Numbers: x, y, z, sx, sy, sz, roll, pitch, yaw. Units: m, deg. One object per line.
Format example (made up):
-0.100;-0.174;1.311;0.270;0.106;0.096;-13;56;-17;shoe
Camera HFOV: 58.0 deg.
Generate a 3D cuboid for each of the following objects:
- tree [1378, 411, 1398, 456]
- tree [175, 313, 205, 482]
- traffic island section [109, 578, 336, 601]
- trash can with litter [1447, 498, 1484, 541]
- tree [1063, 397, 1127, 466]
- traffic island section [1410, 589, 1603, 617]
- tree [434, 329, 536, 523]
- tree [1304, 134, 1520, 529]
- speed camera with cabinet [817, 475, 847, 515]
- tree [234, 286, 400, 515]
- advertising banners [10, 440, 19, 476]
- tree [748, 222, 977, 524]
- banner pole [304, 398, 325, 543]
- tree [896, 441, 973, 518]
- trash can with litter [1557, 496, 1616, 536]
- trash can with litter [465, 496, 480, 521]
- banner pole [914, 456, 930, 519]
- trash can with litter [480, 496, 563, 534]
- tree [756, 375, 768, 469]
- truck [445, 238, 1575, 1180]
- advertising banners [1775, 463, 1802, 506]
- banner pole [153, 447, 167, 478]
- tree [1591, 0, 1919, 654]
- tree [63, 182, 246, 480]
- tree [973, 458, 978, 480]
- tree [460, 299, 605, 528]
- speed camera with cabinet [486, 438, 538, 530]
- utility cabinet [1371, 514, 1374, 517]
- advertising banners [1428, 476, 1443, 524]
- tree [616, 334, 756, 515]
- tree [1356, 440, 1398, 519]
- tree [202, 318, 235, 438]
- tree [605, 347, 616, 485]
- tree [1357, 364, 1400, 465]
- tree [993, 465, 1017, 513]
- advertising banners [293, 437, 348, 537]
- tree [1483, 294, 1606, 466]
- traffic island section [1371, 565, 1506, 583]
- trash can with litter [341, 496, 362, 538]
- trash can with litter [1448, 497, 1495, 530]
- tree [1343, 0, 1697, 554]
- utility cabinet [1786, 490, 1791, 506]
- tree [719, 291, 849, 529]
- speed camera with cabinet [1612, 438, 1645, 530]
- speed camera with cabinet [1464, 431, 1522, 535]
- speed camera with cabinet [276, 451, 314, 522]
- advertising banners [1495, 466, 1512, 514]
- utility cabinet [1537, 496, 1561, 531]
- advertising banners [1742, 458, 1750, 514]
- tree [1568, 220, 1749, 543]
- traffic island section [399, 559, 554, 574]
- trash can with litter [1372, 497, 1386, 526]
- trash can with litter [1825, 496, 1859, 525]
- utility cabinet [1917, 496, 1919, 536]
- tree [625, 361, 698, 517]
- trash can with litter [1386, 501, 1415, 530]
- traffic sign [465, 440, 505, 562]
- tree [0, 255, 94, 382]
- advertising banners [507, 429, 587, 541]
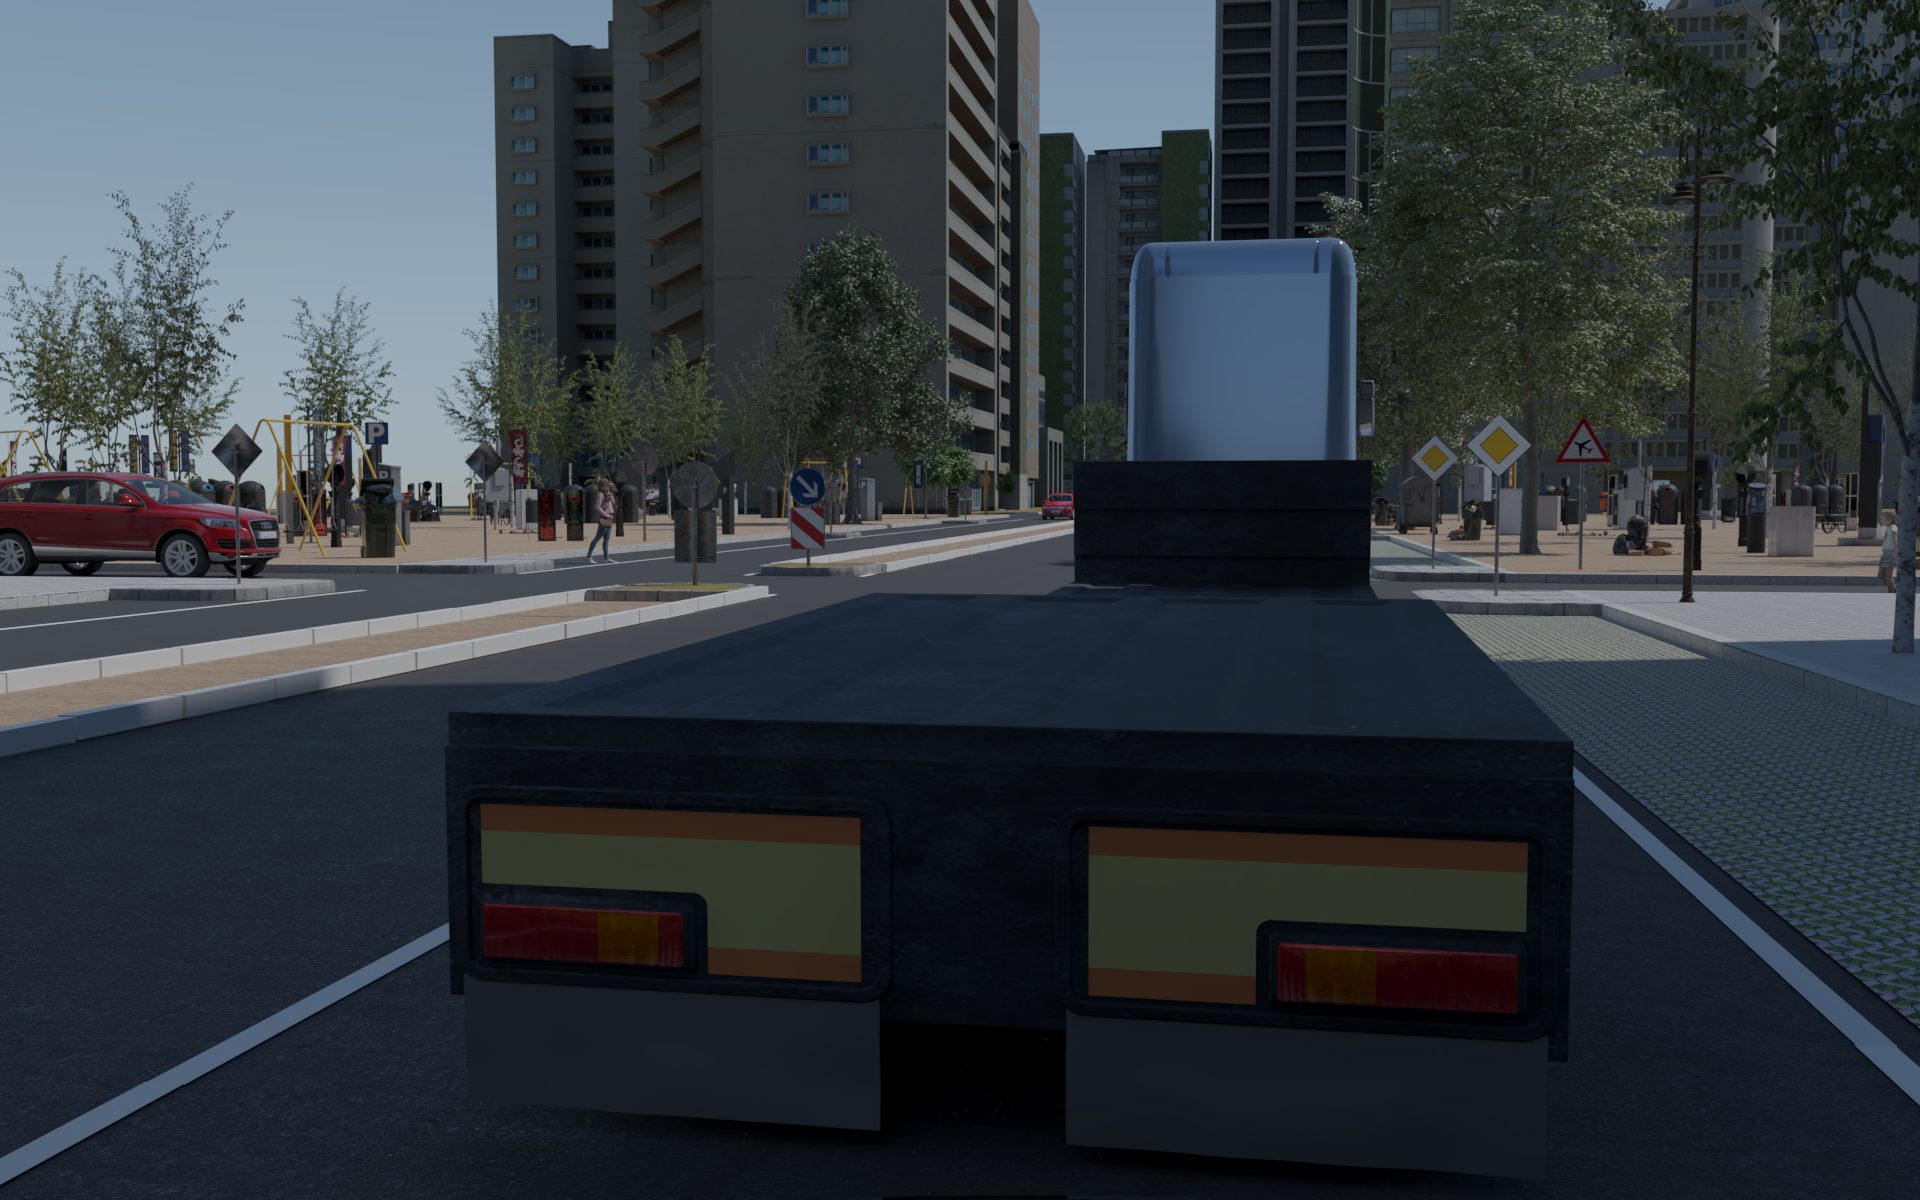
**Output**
23.526;-10.539;106.732;8.767;10.594;7.601;-1;4;-18;tree
-30.605;-6.821;61.892;4.737;8.622;4.395;0;3;0;tree
-10.293;-0.146;24.674;2.009;0.180;2.903;1;4;10;traffic island section
13.932;-2.230;47.855;0.624;1.170;1.055;-3;4;-36;trash can with litter
14.169;-15.768;183.560;9.928;11.665;9.643;0;3;0;tree
6.746;0.033;21.738;2.009;0.180;2.903;1;4;10;traffic island section
-20.868;-7.755;77.149;4.360;8.622;3.978;0;3;0;tree
16.255;-9.555;62.884;9.857;13.997;8.962;0;3;0;tree
-7.873;-6.748;104.668;2.038;3.252;0.660;0;4;-7;speed camera with cabinet
-22.425;-6.835;62.122;4.737;8.622;4.395;0;3;0;tree
-30.977;-3.661;56.045;0.090;3.025;2.074;0;4;0;advertising banners
-4.544;-9.577;73.585;9.611;12.733;9.660;0;3;0;tree
-16.754;-3.363;45.005;0.863;3.779;0.401;2;4;32;banner pole
-1.838;-6.622;91.991;4.285;4.588;4.351;0;3;0;tree
19.301;-2.580;53.247;2.233;1.210;1.678;-1;4;-10;trash can with litter
-23.598;-4.480;84.312;1.678;1.210;2.233;0;4;-1;trash can with litter
-1.980;-6.056;89.032;0.863;3.779;0.401;0;4;-2;banner pole
-14.252;-2.763;56.236;2.233;1.210;1.678;-1;4;-21;trash can with litter
-13.296;-9.596;107.257;4.737;8.622;4.395;0;3;0;tree
1.848;-1.406;12.746;2.967;4.110;18.799;1;4;11;truck
46.675;-6.231;98.068;0.090;3.025;2.074;-2;4;-31;advertising banners
-42.053;-6.193;91.274;0.863;3.779;0.401;-2;4;-30;banner pole
7.506;-3.889;13.952;4.737;8.622;4.395;0;3;0;tree
-19.031;-5.553;41.159;4.360;8.622;3.978;0;3;0;tree
-0.631;-7.089;99.622;4.285;4.588;4.351;0;3;0;tree
-16.896;-7.073;66.009;4.737;8.622;4.395;0;3;0;tree
-15.889;-4.142;62.056;2.038;3.252;0.660;-2;4;-31;speed camera with cabinet
22.576;-5.332;95.864;0.318;1.500;1.173;0;4;-4;utility cabinet
20.320;-4.766;74.104;0.090;3.025;2.074;0;4;-1;advertising banners
-12.483;-7.888;79.327;4.737;8.622;4.395;0;3;0;tree
21.002;-6.486;89.754;4.285;4.588;4.351;0;3;0;tree
-31.203;-7.276;69.323;4.737;8.622;4.395;0;3;0;tree
-16.947;-8.196;84.371;4.737;8.622;4.395;0;3;0;tree
23.349;-9.007;97.626;4.737;8.622;4.395;0;3;0;tree
3.229;-7.447;116.360;1.663;3.219;1.824;0;3;0;tree
-19.449;-3.441;52.449;0.090;3.025;2.074;3;5;40;advertising banners
29.614;-9.955;88.511;9.928;11.665;9.643;0;3;0;tree
8.105;-0.448;29.607;2.009;0.180;2.903;1;4;10;traffic island section
-17.658;-2.474;51.505;1.678;1.210;2.233;2;4;35;trash can with litter
18.848;-3.173;62.941;1.678;1.210;2.233;-3;5;-42;trash can with litter
11.797;-7.258;36.788;7.486;12.596;7.792;0;3;0;tree
44.950;-5.164;93.117;1.173;1.500;0.318;-2;4;-24;utility cabinet
-6.312;-6.877;62.805;4.360;8.622;3.978;0;3;0;tree
24.070;-4.162;62.382;0.660;3.252;2.038;0;4;7;speed camera with cabinet
16.921;-3.673;54.396;2.038;3.252;0.660;3;5;41;speed camera with cabinet
-30.381;-5.187;79.142;0.660;3.252;2.038;1;4;16;speed camera with cabinet
30.691;-6.222;97.919;2.074;3.025;0.090;-3;4;-36;advertising banners
20.650;-3.056;61.134;1.020;1.237;0.306;3;5;43;utility cabinet
33.726;-4.774;74.241;0.090;3.025;2.074;2;4;31;advertising banners
18.033;-5.809;45.338;4.360;8.622;3.978;0;3;0;tree
-8.934;-0.628;32.543;2.009;0.180;2.903;1;4;10;traffic island section
17.077;-3.578;69.895;1.055;1.170;0.624;-3;5;-43;trash can with litter
36.699;-3.717;71.829;2.233;1.210;1.678;2;4;35;trash can with litter
29.177;-2.525;52.450;1.020;1.237;0.306;2;4;33;utility cabinet
-16.165;-8.872;95.424;4.360;8.622;3.978;0;3;0;tree
15.736;-3.055;61.333;0.624;1.170;1.055;-1;4;-14;trash can with litter
-8.909;-1.764;32.477;0.795;2.450;0.064;1;4;10;traffic sign
-28.260;-6.358;54.312;4.737;8.622;4.395;0;3;0;tree
-11.206;-3.110;47.035;2.074;3.025;0.090;0;4;-7;advertising banners
